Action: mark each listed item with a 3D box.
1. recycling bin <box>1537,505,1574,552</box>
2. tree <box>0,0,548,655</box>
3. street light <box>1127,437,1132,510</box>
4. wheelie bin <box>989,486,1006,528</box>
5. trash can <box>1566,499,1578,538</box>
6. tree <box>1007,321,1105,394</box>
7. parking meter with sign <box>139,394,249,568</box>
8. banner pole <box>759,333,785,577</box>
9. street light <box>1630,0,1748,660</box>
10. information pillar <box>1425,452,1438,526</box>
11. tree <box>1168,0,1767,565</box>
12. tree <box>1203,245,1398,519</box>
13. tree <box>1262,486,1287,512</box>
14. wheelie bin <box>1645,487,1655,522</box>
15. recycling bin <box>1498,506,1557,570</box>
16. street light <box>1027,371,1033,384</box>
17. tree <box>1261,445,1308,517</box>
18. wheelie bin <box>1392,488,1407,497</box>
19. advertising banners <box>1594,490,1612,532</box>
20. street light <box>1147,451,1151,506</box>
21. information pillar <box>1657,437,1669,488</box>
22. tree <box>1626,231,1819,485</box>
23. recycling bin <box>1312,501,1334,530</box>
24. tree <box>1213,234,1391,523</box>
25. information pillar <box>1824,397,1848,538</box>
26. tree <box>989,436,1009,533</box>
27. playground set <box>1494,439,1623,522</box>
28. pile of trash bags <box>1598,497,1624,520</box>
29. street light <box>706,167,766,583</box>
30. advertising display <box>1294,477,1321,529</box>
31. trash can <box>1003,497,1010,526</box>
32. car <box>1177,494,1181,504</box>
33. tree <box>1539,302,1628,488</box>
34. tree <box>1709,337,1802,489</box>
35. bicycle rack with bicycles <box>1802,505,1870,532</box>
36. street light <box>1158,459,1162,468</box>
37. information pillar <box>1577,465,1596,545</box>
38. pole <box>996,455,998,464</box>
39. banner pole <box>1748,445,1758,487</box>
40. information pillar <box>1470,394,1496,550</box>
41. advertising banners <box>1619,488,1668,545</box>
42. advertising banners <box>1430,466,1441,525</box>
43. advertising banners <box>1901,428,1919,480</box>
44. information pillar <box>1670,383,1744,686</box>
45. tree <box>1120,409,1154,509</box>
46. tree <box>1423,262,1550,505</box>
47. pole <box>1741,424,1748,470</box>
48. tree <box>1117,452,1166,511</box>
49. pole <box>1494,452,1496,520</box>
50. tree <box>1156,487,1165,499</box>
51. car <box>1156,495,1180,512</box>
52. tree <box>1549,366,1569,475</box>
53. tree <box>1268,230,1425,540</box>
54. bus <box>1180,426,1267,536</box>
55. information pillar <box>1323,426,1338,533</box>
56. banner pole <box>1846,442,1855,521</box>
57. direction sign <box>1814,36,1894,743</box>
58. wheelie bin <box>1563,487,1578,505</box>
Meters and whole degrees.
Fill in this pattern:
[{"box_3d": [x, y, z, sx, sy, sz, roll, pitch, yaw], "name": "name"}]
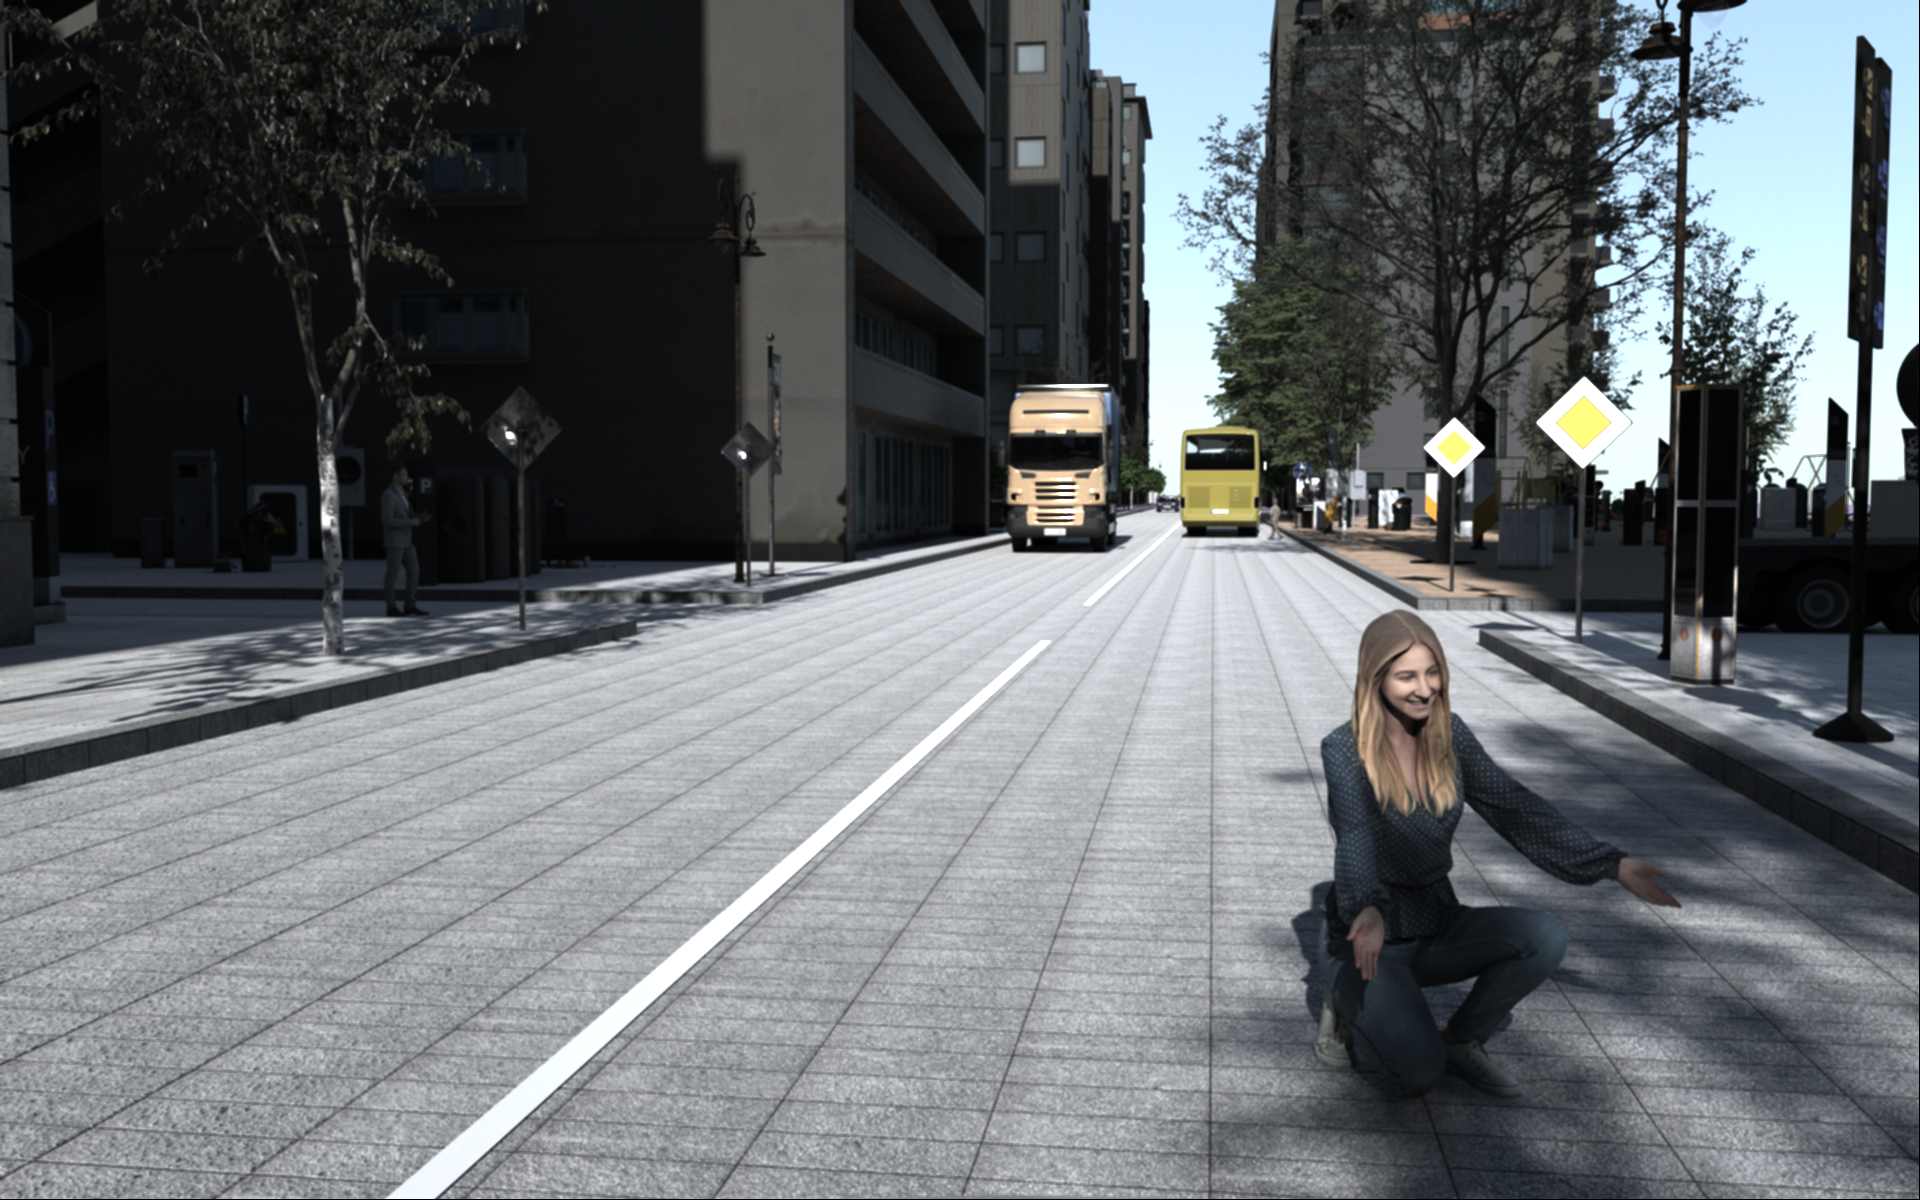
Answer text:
[{"box_3d": [13.218, -1.586, 38.484, 0.722, 1.027, 0.722, 2, 4, 24], "name": "recycling bin"}, {"box_3d": [-5.071, -3.852, 13.344, 4.360, 8.622, 3.978, 0, 3, 0], "name": "tree"}, {"box_3d": [13.750, -10.279, 140.847, 0.468, 5.910, 1.993, 1, 4, 8], "name": "street light"}, {"box_3d": [1.262, -3.562, 66.143, 0.980, 1.594, 0.693, -1, 4, -21], "name": "wheelie bin"}, {"box_3d": [18.152, -2.394, 50.800, 0.748, 1.137, 0.748, 0, 3, 0], "name": "trash can"}, {"box_3d": [4.235, -7.594, 74.519, 4.360, 8.622, 3.978, 0, 3, 0], "name": "tree"}, {"box_3d": [-13.318, -2.071, 30.118, 1.738, 3.016, 0.543, -1, 4, -14], "name": "parking meter with sign"}, {"box_3d": [-2.911, -2.277, 27.251, 0.401, 3.779, 0.863, 1, 4, 9], "name": "banner pole"}, {"box_3d": [5.511, -2.476, 13.268, 0.468, 5.910, 1.993, 1, 4, 8], "name": "street light"}, {"box_3d": [18.895, -4.768, 69.307, 0.504, 3.616, 0.183, 3, 4, 38], "name": "information pillar"}, {"box_3d": [9.074, -7.413, 31.574, 12.009, 13.543, 11.850, 0, 3, 0], "name": "tree"}, {"box_3d": [17.405, -11.179, 89.435, 9.857, 13.997, 8.962, 0, 3, 0], "name": "tree"}, {"box_3d": [22.747, -7.940, 124.413, 1.663, 3.219, 1.824, 0, 3, 0], "name": "tree"}, {"box_3d": [31.701, -4.422, 80.206, 0.980, 1.594, 0.693, 0, 4, -1], "name": "wheelie bin"}, {"box_3d": [9.751, -1.058, 29.846, 0.722, 1.027, 0.722, 3, 4, 38], "name": "recycling bin"}, {"box_3d": [2.625, -5.669, 65.470, 0.468, 5.910, 1.993, 1, 4, 8], "name": "street light"}, {"box_3d": [18.136, -6.998, 98.129, 4.285, 4.588, 4.351, 0, 3, 0], "name": "tree"}, {"box_3d": [21.563, -4.730, 85.248, 0.693, 1.594, 0.980, -3, 5, -45], "name": "wheelie bin"}, {"box_3d": [21.881, -3.885, 59.710, 0.090, 3.025, 2.074, -1, 4, -11], "name": "advertising banners"}, {"box_3d": [19.929, -12.862, 183.075, 0.468, 5.910, 1.993, 1, 4, 8], "name": "street light"}, {"box_3d": [28.731, -4.855, 70.740, 0.504, 3.616, 0.183, 2, 4, 26], "name": "information pillar"}, {"box_3d": [21.338, -5.992, 48.329, 4.737, 8.622, 4.395, 0, 3, 0], "name": "tree"}, {"box_3d": [13.077, -3.051, 62.430, 0.722, 1.027, 0.722, 0, 4, 7], "name": "recycling bin"}, {"box_3d": [14.961, -9.676, 76.335, 7.486, 12.596, 7.792, 0, 3, 0], "name": "tree"}, {"box_3d": [21.262, -3.100, 42.044, 0.504, 3.616, 0.183, 0, 4, -4], "name": "information pillar"}, {"box_3d": [1.047, -3.864, 57.781, 1.663, 3.219, 1.824, 0, 3, 0], "name": "tree"}, {"box_3d": [28.167, -5.800, 81.602, 5.637, 4.214, 5.302, 1, 4, 12], "name": "playground set"}, {"box_3d": [32.017, -4.738, 87.222, 3.447, 1.369, 1.912, 1, 4, 18], "name": "pile of trash bags"}, {"box_3d": [-3.192, -3.189, 24.922, 0.468, 5.910, 1.993, 1, 4, 8], "name": "street light"}, {"box_3d": [12.940, -3.627, 64.513, 0.974, 1.923, 0.123, -1, 4, -10], "name": "advertising display"}, {"box_3d": [2.048, -3.486, 68.648, 0.748, 1.137, 0.748, 0, 3, 0], "name": "trash can"}, {"box_3d": [27.681, -12.553, 215.469, 2.015, 1.641, 3.980, 0, 4, 8], "name": "car"}, {"box_3d": [24.324, -7.155, 67.351, 4.737, 8.622, 4.395, 0, 3, 0], "name": "tree"}, {"box_3d": [37.378, -8.052, 82.017, 4.360, 8.622, 3.978, 0, 3, 0], "name": "tree"}, {"box_3d": [30.363, -2.752, 58.378, 2.852, 0.926, 2.925, -1, 4, -13], "name": "bicycle rack with bicycles"}, {"box_3d": [25.900, -15.377, 224.207, 0.468, 5.910, 1.993, 1, 4, 8], "name": "street light"}, {"box_3d": [15.698, -2.380, 43.398, 0.304, 2.012, 0.304, -1, 4, -9], "name": "information pillar"}, {"box_3d": [1.808, -5.469, 83.263, 0.158, 3.312, 0.155, 0, 3, 0], "name": "pole"}, {"box_3d": [35.384, -5.363, 77.698, 0.401, 3.779, 0.863, -2, 4, -33], "name": "banner pole"}, {"box_3d": [12.052, -2.967, 39.863, 0.504, 3.616, 0.183, 0, 4, 7], "name": "information pillar"}, {"box_3d": [17.587, -2.878, 43.247, 2.074, 3.025, 0.090, 1, 4, 11], "name": "advertising banners"}, {"box_3d": [19.907, -4.652, 72.245, 0.090, 3.025, 2.074, 0, 4, 3], "name": "advertising banners"}, {"box_3d": [25.854, -3.016, 45.500, 2.074, 3.025, 0.090, 2, 4, 30], "name": "advertising banners"}, {"box_3d": [5.043, -0.441, 11.709, 0.304, 2.012, 0.304, -1, 4, -13], "name": "information pillar"}, {"box_3d": [14.870, -12.221, 150.172, 4.360, 8.622, 3.978, 0, 3, 0], "name": "tree"}, {"box_3d": [15.466, -6.368, 54.472, 4.360, 8.622, 3.978, 0, 3, 0], "name": "tree"}, {"box_3d": [22.930, -3.476, 50.671, 0.158, 3.312, 0.155, 0, 3, 0], "name": "pole"}, {"box_3d": [12.674, -9.188, 133.936, 4.285, 4.588, 4.351, 0, 3, 0], "name": "tree"}, {"box_3d": [26.169, -5.571, 84.931, 0.158, 3.312, 0.155, 0, 3, 0], "name": "pole"}, {"box_3d": [28.477, -15.514, 248.261, 1.663, 3.219, 1.824, 0, 3, 0], "name": "tree"}, {"box_3d": [16.693, -7.728, 138.935, 1.945, 1.354, 3.894, 1, 4, 9], "name": "car"}, {"box_3d": [31.359, -8.729, 93.073, 4.360, 8.622, 3.978, 0, 3, 0], "name": "tree"}, {"box_3d": [10.751, -5.988, 48.265, 4.360, 8.622, 3.978, 0, 3, 0], "name": "tree"}, {"box_3d": [9.469, -4.303, 61.897, 2.896, 3.916, 12.252, 1, 4, 10], "name": "bus"}, {"box_3d": [12.225, -4.014, 56.980, 0.504, 3.616, 0.183, -2, 4, -33], "name": "information pillar"}, {"box_3d": [42.771, -5.682, 82.923, 0.863, 3.779, 0.401, 1, 4, 23], "name": "banner pole"}, {"box_3d": [4.701, -1.040, 9.006, 0.379, 3.537, 0.876, 3, 4, 36], "name": "direction sign"}, {"box_3d": [27.231, -4.225, 76.981, 0.693, 1.594, 0.980, -3, 4, -38], "name": "wheelie bin"}]
